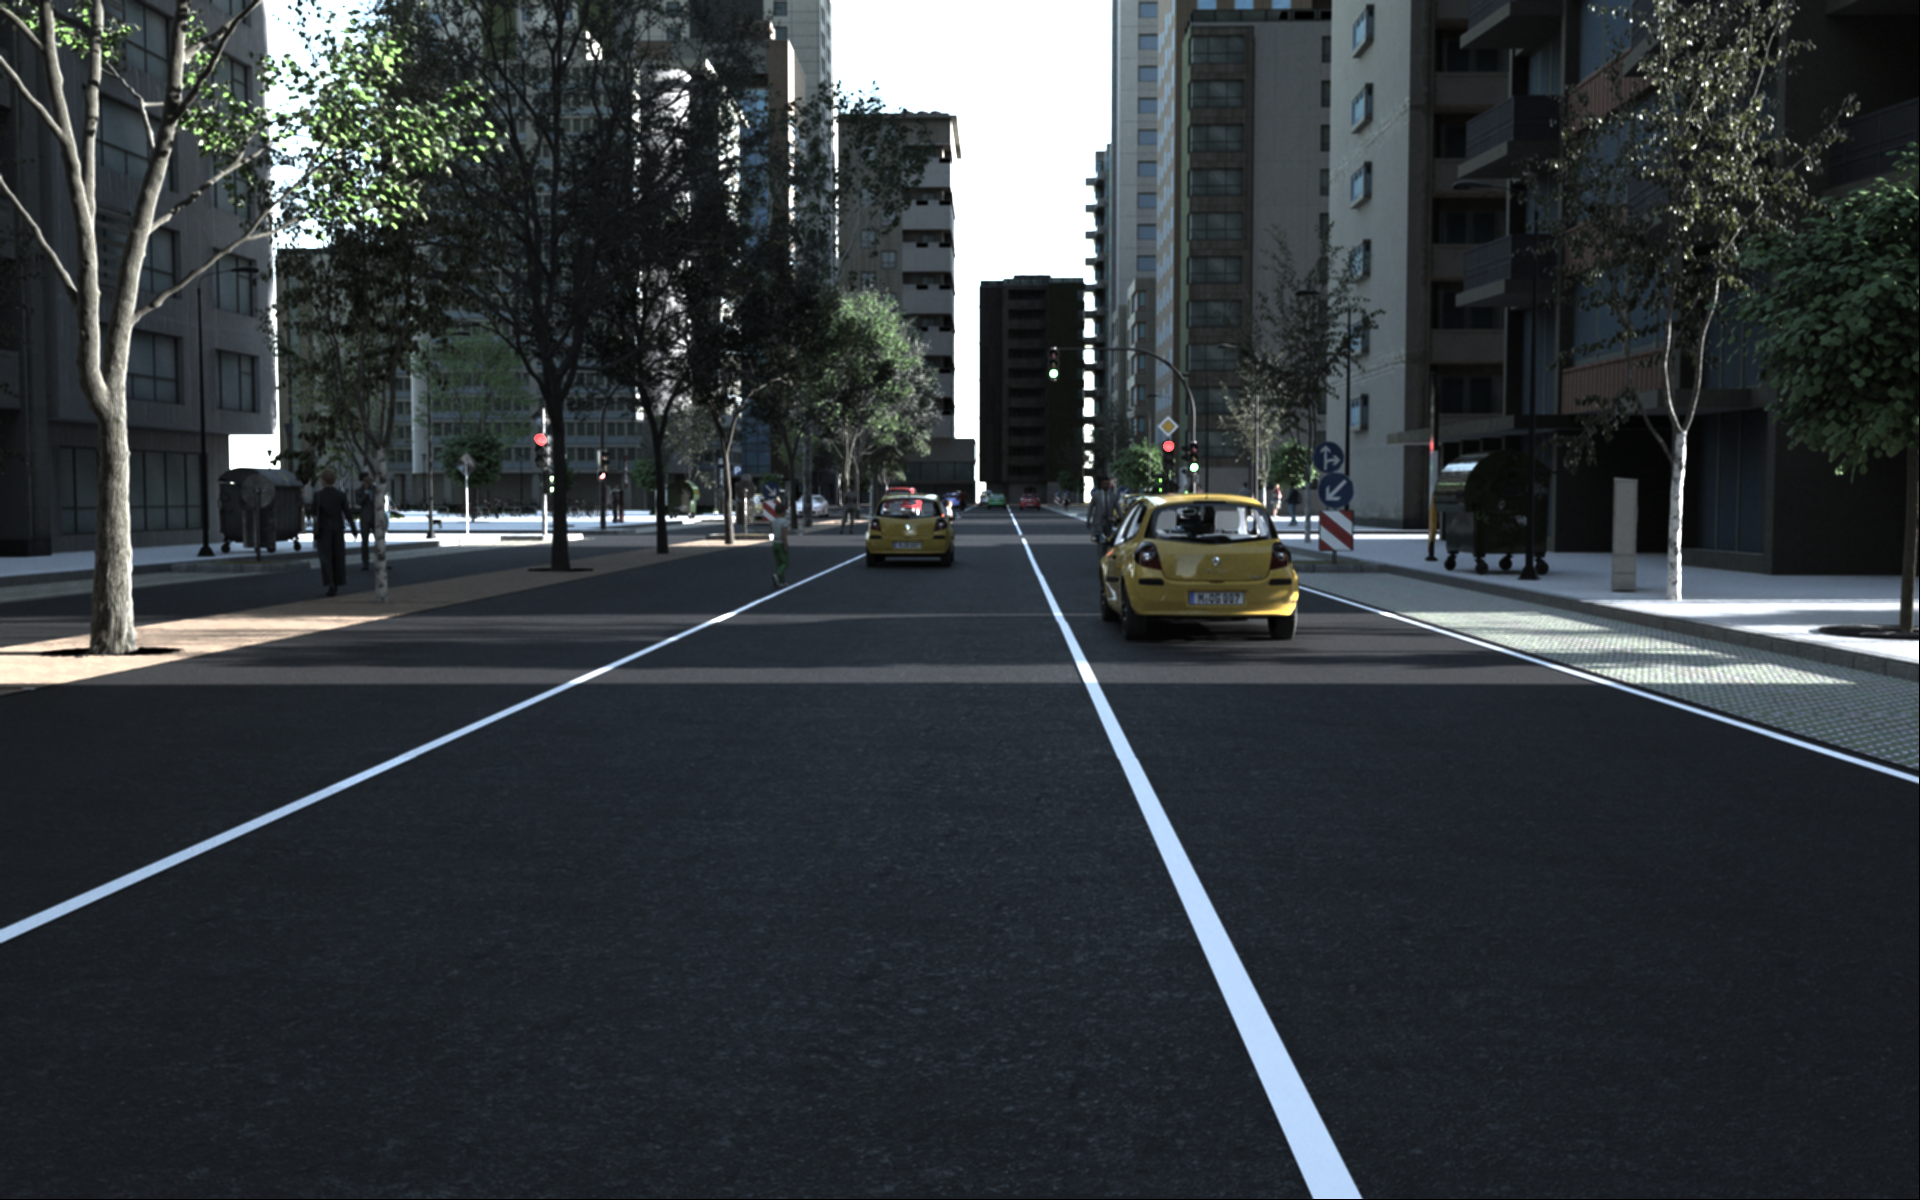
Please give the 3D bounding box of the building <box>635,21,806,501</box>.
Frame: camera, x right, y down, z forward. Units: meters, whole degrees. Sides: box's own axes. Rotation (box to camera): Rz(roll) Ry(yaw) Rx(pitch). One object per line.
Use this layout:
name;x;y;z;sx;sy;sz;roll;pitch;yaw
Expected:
building;-22.638;-31.727;168.845;14.600;45.320;14.200;0;4;1

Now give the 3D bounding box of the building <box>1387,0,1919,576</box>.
building;22.664;-23.211;34.121;22.147;44.769;28.867;0;4;1

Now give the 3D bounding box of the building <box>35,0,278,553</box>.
building;-25.580;-21.932;42.183;14.086;41.232;14.154;0;4;1

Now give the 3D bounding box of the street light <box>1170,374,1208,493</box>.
street light;9.006;-5.774;66.943;1.470;5.913;1.316;0;4;1

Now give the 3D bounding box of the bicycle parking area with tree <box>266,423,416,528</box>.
bicycle parking area with tree;-27.934;-4.958;68.060;9.016;4.147;8.231;2;4;24

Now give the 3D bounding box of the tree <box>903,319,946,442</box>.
tree;-5.860;-11.332;98.099;12.009;13.543;11.850;0;3;0

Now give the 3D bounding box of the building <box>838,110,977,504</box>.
building;-11.568;-39.693;238.212;27.495;52.752;28.713;0;4;1

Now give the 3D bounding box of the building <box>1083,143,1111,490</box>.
building;31.812;-37.557;233.670;30.456;49.044;23.786;0;4;1

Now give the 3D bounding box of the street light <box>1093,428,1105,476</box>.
street light;10.345;-9.151;122.166;1.470;5.913;1.316;0;4;1

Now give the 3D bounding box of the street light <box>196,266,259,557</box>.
street light;-14.993;-3.850;35.487;1.470;5.913;1.316;0;4;1

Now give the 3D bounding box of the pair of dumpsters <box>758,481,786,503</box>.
pair of dumpsters;-13.486;-7.435;124.061;1.574;2.255;4.437;0;4;1

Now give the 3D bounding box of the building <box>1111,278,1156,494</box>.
building;28.138;-18.812;152.614;27.650;21.520;28.899;0;4;1

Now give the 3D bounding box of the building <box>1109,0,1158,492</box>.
building;26.163;-39.053;180.509;21.231;58.520;28.212;0;4;1

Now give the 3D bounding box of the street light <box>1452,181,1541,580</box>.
street light;8.008;-3.261;25.856;1.470;5.913;1.316;0;4;1

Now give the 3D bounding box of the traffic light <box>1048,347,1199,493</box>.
traffic light;5.115;-4.840;53.802;4.771;5.953;1.251;0;4;1

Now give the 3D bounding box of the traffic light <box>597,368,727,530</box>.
traffic light;-10.760;-5.362;62.333;4.771;5.953;1.251;0;4;1

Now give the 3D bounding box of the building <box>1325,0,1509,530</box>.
building;26.628;-27.356;70.975;21.600;48.544;21.300;0;4;1

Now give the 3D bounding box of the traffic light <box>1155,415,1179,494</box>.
traffic light;7.402;-4.462;61.876;0.839;4.253;0.868;0;4;1

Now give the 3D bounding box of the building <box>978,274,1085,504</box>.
building;9.436;-28.098;231.099;14.107;30.474;14.160;0;4;1

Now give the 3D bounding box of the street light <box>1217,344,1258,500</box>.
street light;8.663;-4.973;53.845;1.470;5.913;1.316;0;4;1

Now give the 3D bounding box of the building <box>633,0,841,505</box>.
building;-25.106;-46.560;199.510;20.611;71.187;20.563;0;4;1

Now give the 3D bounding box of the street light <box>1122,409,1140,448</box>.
street light;9.762;-7.449;94.324;1.470;5.913;1.316;0;4;1

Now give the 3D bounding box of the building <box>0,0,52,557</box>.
building;-29.877;-24.512;24.476;21.300;48.544;21.600;0;4;1

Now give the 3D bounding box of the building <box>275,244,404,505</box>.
building;-70.819;-26.449;204.141;14.107;30.474;14.160;0;4;1

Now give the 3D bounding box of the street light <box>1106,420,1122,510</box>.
street light;9.966;-8.286;108.019;1.470;5.913;1.316;0;4;1

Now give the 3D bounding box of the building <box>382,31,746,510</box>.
building;-32.095;-27.993;149.571;32.217;40.220;23.993;0;4;1

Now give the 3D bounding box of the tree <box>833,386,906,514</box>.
tree;-5.479;-9.400;106.510;4.360;8.622;3.978;0;3;0

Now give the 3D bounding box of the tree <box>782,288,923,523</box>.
tree;-5.616;-9.666;86.245;9.928;11.665;9.643;0;3;0

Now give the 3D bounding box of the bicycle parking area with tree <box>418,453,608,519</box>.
bicycle parking area with tree;-23.373;-6.423;92.020;8.231;4.147;9.016;-2;4;-31

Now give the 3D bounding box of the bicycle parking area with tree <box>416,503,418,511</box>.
bicycle parking area with tree;-41.138;-8.400;124.335;8.231;4.147;9.016;1;4;13

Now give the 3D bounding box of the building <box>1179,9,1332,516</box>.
building;20.492;-20.529;107.353;14.160;30.474;14.107;0;4;1

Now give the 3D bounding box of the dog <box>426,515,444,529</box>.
dog;-19.440;-2.894;64.145;0.406;0.507;0.540;3;4;37

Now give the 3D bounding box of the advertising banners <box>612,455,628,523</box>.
advertising banners;-15.196;-4.978;77.573;0.090;3.025;2.074;1;4;9

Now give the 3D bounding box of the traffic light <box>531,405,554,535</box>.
traffic light;-13.047;-4.003;54.366;0.839;4.253;0.868;0;4;1

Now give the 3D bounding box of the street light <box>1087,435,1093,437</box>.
street light;10.715;-10.050;136.854;1.470;5.913;1.316;0;4;1

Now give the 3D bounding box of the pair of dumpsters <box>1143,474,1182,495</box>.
pair of dumpsters;10.109;-5.141;86.542;1.574;2.255;4.437;0;4;1

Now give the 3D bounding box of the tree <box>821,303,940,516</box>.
tree;-5.706;-12.543;114.184;9.857;13.997;8.962;0;3;0

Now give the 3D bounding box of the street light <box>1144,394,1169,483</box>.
street light;9.350;-6.611;80.634;1.470;5.913;1.316;0;4;1

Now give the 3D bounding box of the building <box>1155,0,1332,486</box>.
building;22.178;-29.289;128.978;14.600;45.320;14.200;0;4;1

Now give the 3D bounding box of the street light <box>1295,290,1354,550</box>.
street light;8.312;-4.098;39.548;1.470;5.913;1.316;0;4;1

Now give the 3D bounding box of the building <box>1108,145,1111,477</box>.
building;24.275;-31.719;202.198;14.154;41.232;14.086;0;4;1

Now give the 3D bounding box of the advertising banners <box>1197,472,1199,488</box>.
advertising banners;10.141;-4.798;74.632;0.090;3.025;2.074;0;4;0

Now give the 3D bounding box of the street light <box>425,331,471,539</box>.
street light;-14.650;-4.711;49.566;1.470;5.913;1.316;0;4;1

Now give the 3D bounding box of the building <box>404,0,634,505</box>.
building;-49.726;-40.261;200.272;28.212;58.520;21.231;0;4;1
